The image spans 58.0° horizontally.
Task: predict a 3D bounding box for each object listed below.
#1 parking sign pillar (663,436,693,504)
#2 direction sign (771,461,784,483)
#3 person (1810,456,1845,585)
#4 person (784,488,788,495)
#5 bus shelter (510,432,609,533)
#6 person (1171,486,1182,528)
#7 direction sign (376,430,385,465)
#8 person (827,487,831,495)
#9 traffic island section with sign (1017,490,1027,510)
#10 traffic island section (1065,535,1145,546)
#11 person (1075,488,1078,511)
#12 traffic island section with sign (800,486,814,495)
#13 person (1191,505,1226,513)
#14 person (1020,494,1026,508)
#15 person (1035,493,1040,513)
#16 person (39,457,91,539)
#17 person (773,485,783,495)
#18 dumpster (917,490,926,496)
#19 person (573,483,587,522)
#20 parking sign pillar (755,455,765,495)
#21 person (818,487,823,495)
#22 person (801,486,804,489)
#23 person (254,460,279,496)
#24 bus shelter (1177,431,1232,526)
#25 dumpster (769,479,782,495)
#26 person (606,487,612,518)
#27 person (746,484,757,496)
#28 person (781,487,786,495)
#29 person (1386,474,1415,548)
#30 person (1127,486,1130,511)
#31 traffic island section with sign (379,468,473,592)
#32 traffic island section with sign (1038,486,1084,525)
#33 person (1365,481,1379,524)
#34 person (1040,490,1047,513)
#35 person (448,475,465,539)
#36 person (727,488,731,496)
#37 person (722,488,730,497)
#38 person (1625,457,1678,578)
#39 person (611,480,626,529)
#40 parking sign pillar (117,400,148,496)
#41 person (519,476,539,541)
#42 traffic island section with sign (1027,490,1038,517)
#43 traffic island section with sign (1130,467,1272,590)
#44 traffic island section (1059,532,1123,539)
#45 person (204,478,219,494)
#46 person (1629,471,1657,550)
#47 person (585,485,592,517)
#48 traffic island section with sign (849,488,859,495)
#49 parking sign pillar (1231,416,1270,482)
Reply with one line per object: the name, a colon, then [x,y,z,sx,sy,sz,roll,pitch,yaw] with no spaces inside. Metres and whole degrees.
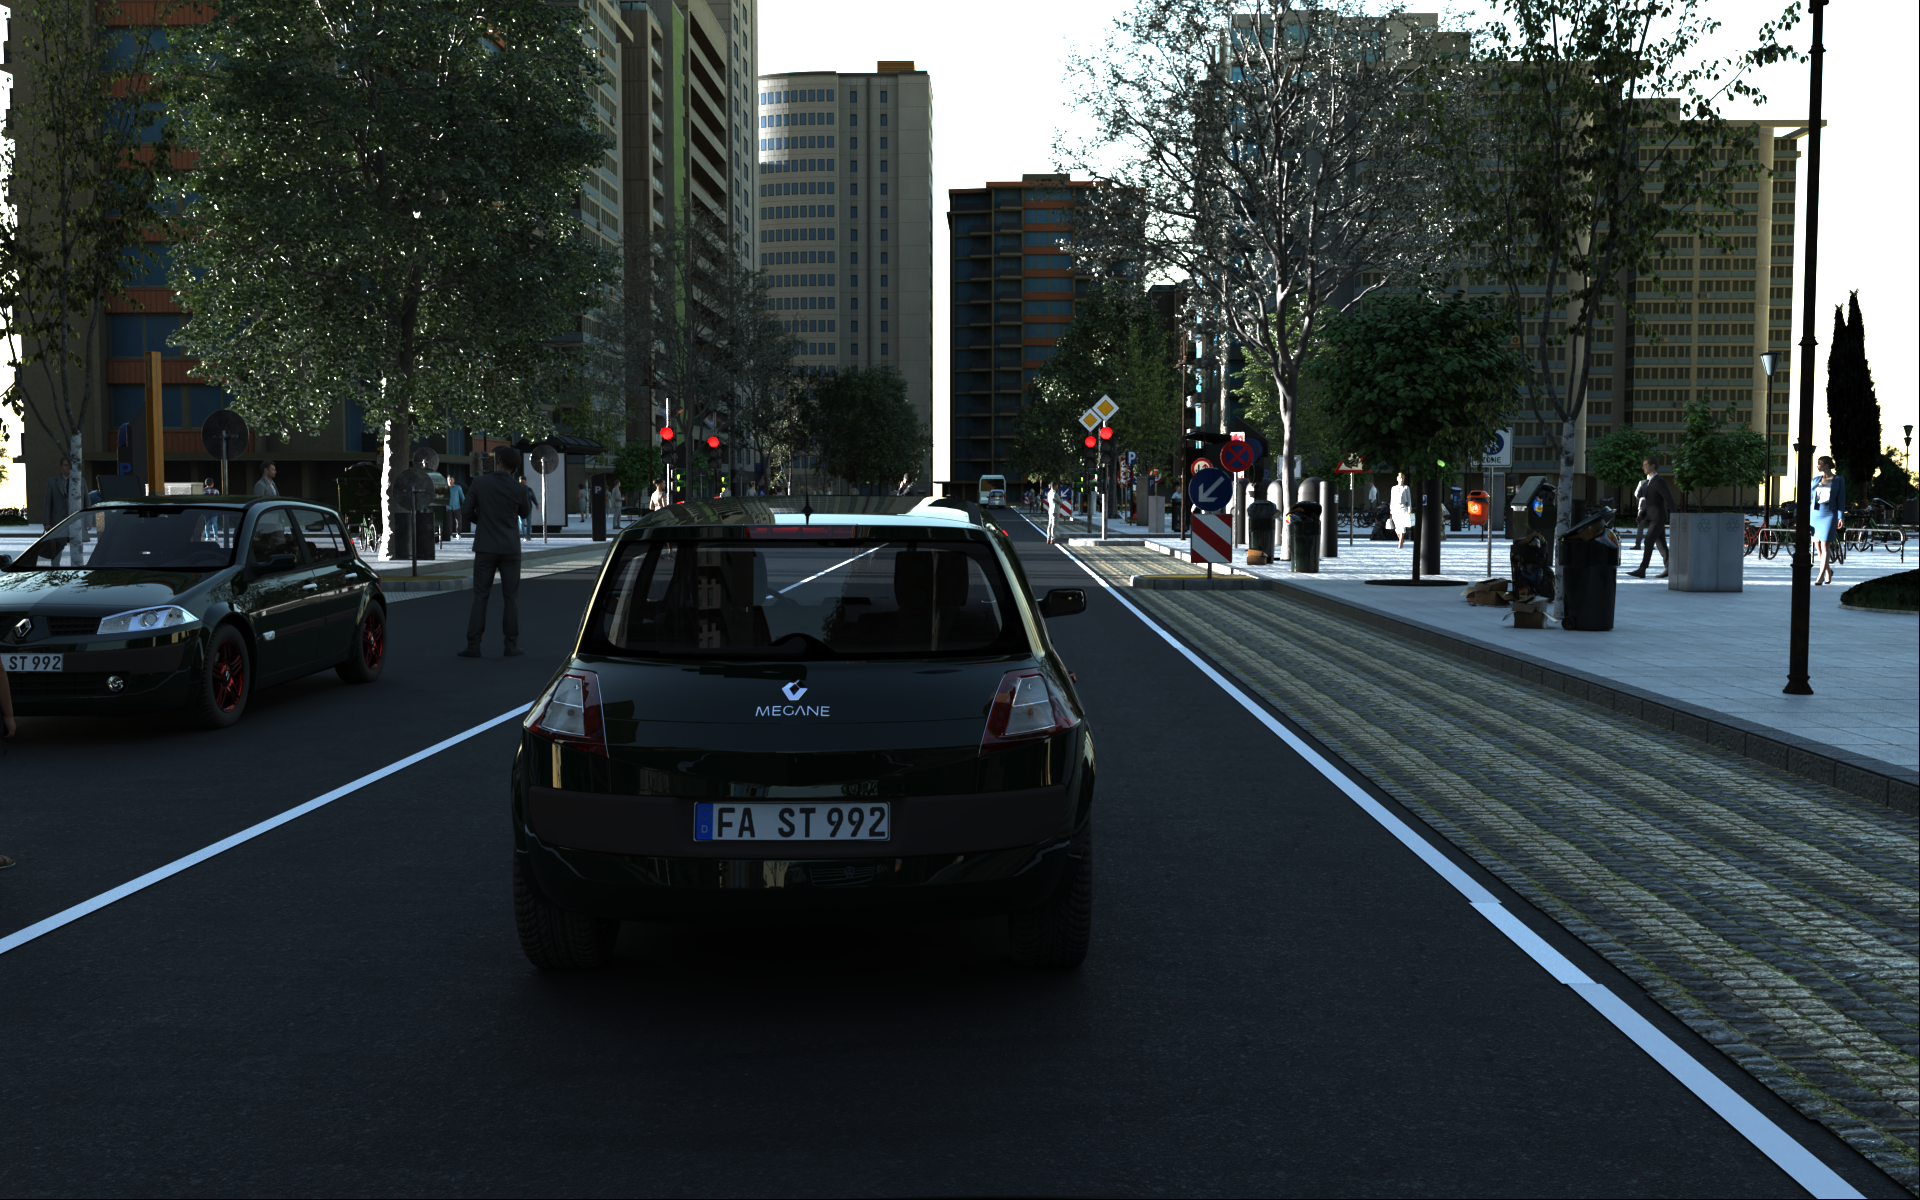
parking sign pillar: [-13.038,-5.606,80.130,1.447,3.967,1.447,-2,4,-25]
direction sign: [-12.385,-7.671,117.410,0.876,3.537,0.379,-1,4,-18]
person: [12.255,-1.126,24.479,0.654,1.822,0.581,-2,4,-28]
person: [-16.041,-9.425,159.773,1.348,1.869,0.705,3,5,45]
bus shelter: [-13.585,-3.990,59.166,2.014,3.302,5.546,0,4,1]
person: [8.152,-3.483,64.806,0.589,1.601,0.330,-2,4,-33]
direction sign: [-20.361,-4.246,61.417,0.379,3.537,0.876,2,4,24]
person: [-9.639,-7.410,127.541,0.624,1.780,0.694,1,4,17]
traffic island section with sign: [6.422,-9.169,158.535,1.989,1.847,2.006,0,4,1]
traffic island section: [4.105,-1.623,48.820,2.009,0.180,2.903,0,4,1]
person: [8.966,-7.663,131.361,0.654,1.822,0.581,2,4,25]
traffic island section with sign: [-7.205,-4.488,82.002,1.989,1.847,2.006,0,4,1]
person: [5.661,-2.011,39.194,0.678,1.792,0.850,-1,4,-18]
person: [6.087,-9.381,165.104,0.991,1.433,0.599,3,4,36]
person: [5.887,-7.374,131.653,0.503,1.515,0.523,1,4,15]
person: [-12.812,-1.143,24.837,0.694,1.812,0.767,-3,5,-40]
person: [-7.459,-3.773,70.550,0.532,1.782,0.716,1,4,9]
dumpster: [-4.913,-12.031,204.915,1.865,1.857,1.264,0,4,1]
person: [-17.191,-4.413,78.553,0.532,1.782,0.716,1,4,19]
parking sign pillar: [-12.343,-7.267,107.283,1.447,3.967,1.447,-1,4,-14]
person: [-9.300,-6.630,114.985,0.362,1.759,0.519,2,4,29]
person: [-9.307,-6.138,106.616,1.509,1.804,0.699,-2,4,-25]
person: [-10.528,-1.245,26.598,0.583,1.804,0.606,0,4,-2]
bus shelter: [9.636,-4.664,67.547,1.731,3.624,6.357,0,4,1]
dumpster: [-12.632,-6.843,114.381,1.502,2.255,1.985,0,4,1]
person: [-18.967,-5.263,93.090,0.512,1.701,0.522,0,4,-1]
person: [-11.219,-5.342,93.226,0.661,1.843,0.795,-2,4,-34]
person: [-12.211,-6.859,118.736,0.519,1.759,0.362,-2,4,-35]
person: [10.498,-2.122,41.097,0.624,1.780,0.694,-3,5,-41]
person: [12.495,-7.464,127.941,0.748,1.841,0.638,-3,5,-44]
traffic island section with sign: [-8.391,-1.073,26.167,1.989,1.847,2.006,0,4,1]
traffic island section with sign: [4.793,-4.451,81.396,1.989,1.847,2.006,0,4,1]
person: [17.481,-4.108,73.303,0.850,1.850,0.679,0,4,4]
person: [6.275,-7.447,130.682,0.534,1.772,0.576,-1,4,-12]
person: [-14.371,-2.637,49.184,0.660,1.820,0.620,-1,4,-16]
person: [-15.550,-6.715,115.960,0.709,1.813,0.853,3,4,36]
person: [-13.613,-5.743,100.146,0.606,1.804,0.583,-3,5,-39]
person: [10.553,-1.261,26.433,0.755,1.850,0.659,1,4,11]
person: [-12.413,-3.479,63.121,0.583,1.804,0.606,-2,4,-26]
parking sign pillar: [-22.252,-3.570,46.841,1.447,3.967,1.447,0,4,1]
person: [-11.967,-2.520,47.592,0.623,1.781,0.721,-3,5,-42]
traffic island section with sign: [5.370,-6.099,108.345,1.989,1.847,2.006,0,4,1]
traffic island section with sign: [3.651,-1.099,26.598,1.989,1.847,2.006,0,4,1]
traffic island section: [4.273,-2.111,56.803,2.009,0.180,2.903,0,4,1]
person: [-20.735,-2.508,47.881,0.563,1.720,0.643,-1,4,-15]
person: [15.811,-2.085,39.942,0.655,1.846,0.447,0,4,3]
person: [-20.993,-5.609,97.934,0.466,1.800,0.511,3,5,39]
traffic island section with sign: [-6.643,-6.136,108.951,1.989,1.847,2.006,0,4,1]
parking sign pillar: [9.941,-4.335,59.344,1.447,3.967,1.447,3,5,40]
